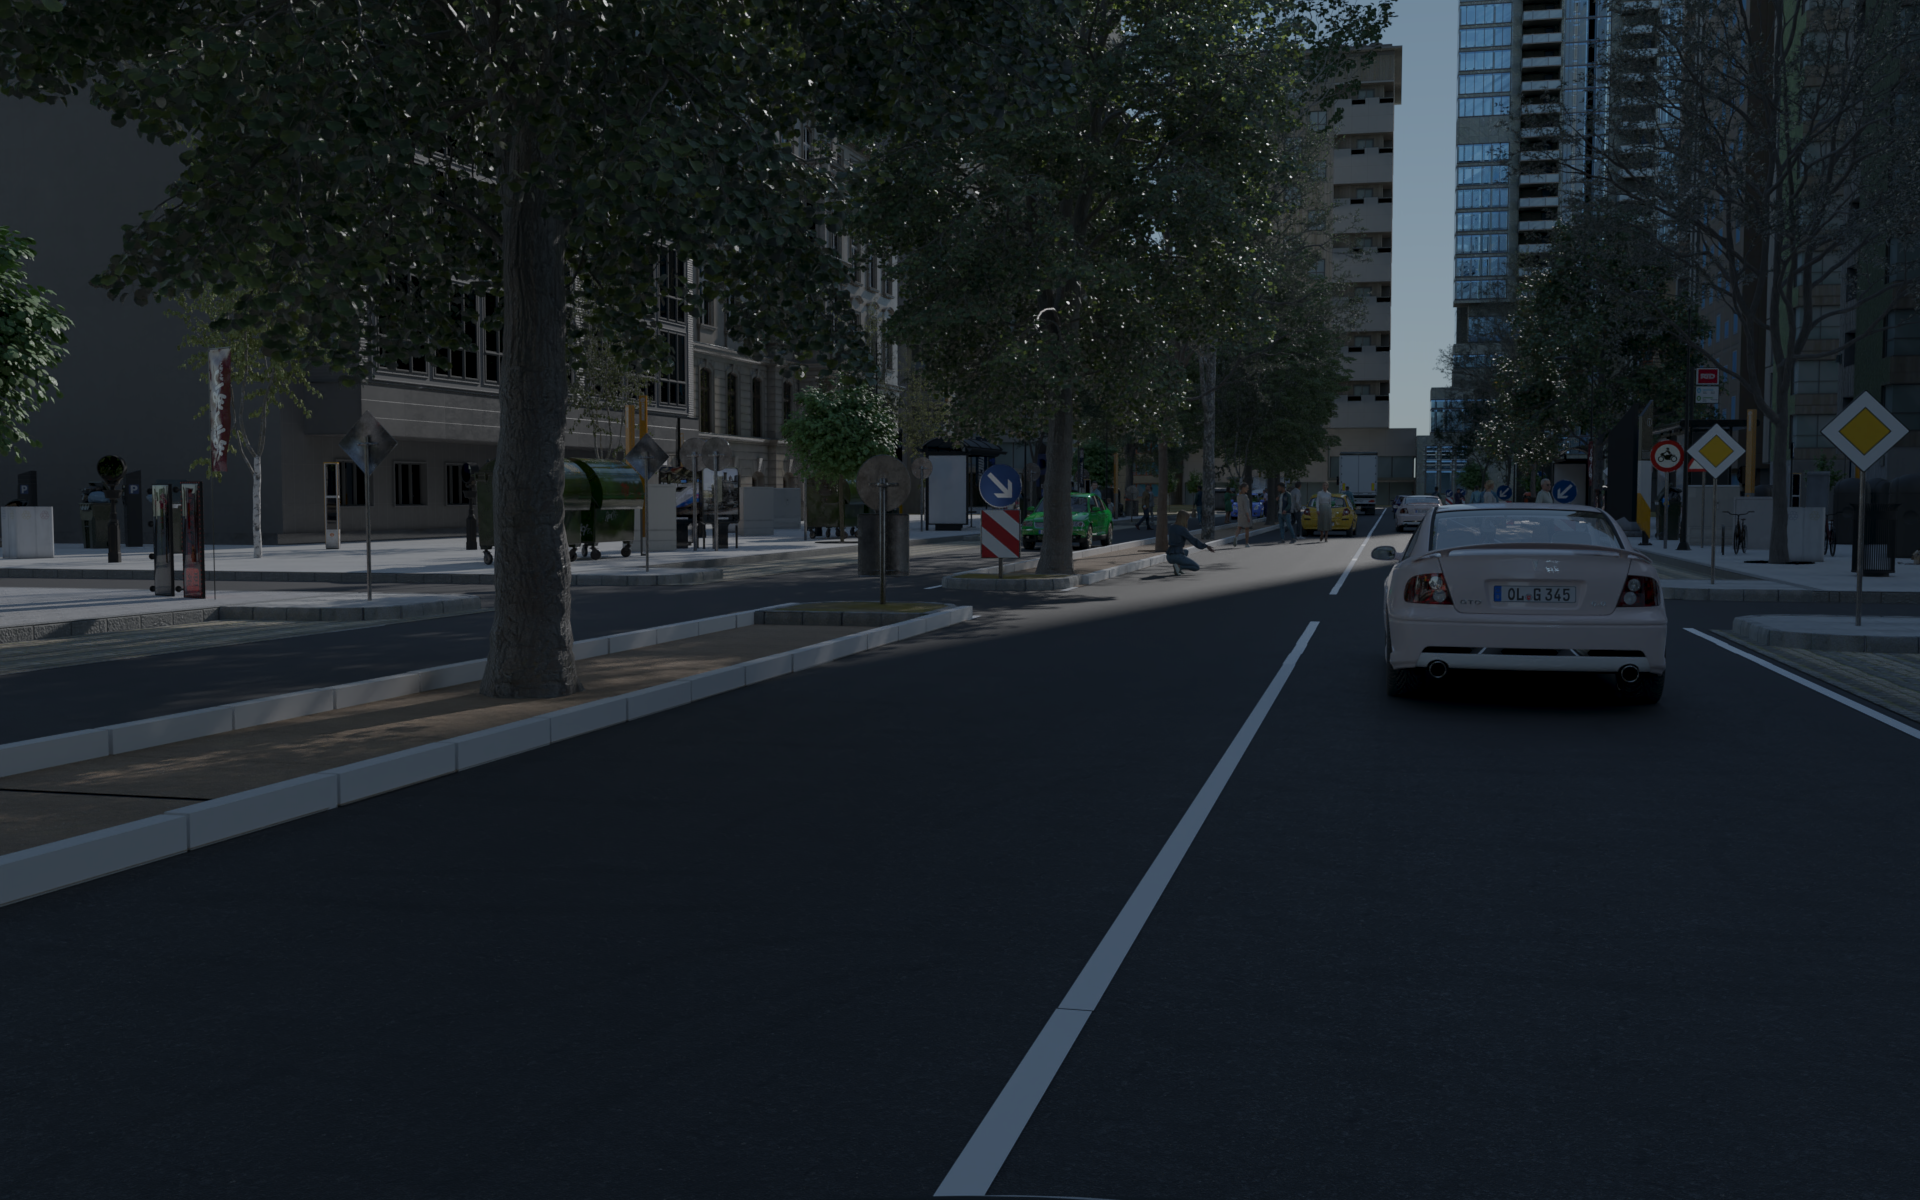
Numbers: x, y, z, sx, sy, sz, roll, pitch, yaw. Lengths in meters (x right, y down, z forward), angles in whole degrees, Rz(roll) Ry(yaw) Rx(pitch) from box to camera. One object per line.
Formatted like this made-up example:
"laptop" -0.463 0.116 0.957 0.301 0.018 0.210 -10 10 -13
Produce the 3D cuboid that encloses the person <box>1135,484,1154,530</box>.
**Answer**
"person" 7.400 -3.719 69.209 0.836 1.842 0.656 -1 4 -15

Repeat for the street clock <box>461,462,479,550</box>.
"street clock" -11.216 -2.150 39.722 0.471 2.002 0.358 3 5 44

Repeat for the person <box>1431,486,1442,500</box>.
"person" 23.790 -4.782 86.677 0.713 1.824 0.794 -2 4 -25

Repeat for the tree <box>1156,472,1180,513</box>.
"tree" 14.263 -7.613 119.066 1.663 3.219 1.824 0 3 0

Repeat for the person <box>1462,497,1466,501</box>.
"person" 50.289 -9.903 173.672 1.065 1.426 0.557 -2 4 -31

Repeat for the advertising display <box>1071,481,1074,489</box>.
"advertising display" 5.312 -5.066 88.048 0.974 1.923 0.123 1 4 12

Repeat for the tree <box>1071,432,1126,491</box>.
"tree" 7.070 -6.519 90.298 4.285 4.588 4.351 0 3 0

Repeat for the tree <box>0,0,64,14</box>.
"tree" -4.928 -5.074 3.547 7.486 12.596 7.792 0 3 0

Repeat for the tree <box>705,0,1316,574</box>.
"tree" 1.696 -7.405 30.190 9.857 13.997 8.962 0 3 0

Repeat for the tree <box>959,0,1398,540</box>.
"tree" 6.807 -12.017 54.831 12.611 20.169 13.585 0 3 0

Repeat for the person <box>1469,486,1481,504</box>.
"person" 23.683 -4.335 79.392 0.660 1.820 0.620 -1 4 -15

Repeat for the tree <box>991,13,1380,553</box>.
"tree" 4.964 -7.905 42.069 12.009 13.543 11.850 0 3 0

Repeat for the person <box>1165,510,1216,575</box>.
"person" 3.956 -1.032 30.870 0.738 1.151 1.012 -2 4 -30

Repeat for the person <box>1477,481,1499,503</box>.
"person" 14.411 -2.353 47.308 0.601 1.785 0.444 2 4 24

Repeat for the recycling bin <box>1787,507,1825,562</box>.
"recycling bin" 16.129 -1.258 33.124 0.722 1.027 0.722 2 4 26

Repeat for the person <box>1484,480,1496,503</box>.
"person" 13.077 -2.083 42.915 0.624 1.780 0.694 1 4 16

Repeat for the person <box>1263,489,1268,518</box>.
"person" 18.440 -5.831 104.779 0.436 1.711 0.756 2 4 32

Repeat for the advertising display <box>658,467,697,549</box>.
"advertising display" -6.577 -2.167 40.645 0.974 1.923 0.123 -1 4 -22

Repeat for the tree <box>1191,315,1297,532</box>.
"tree" 10.472 -6.836 64.589 4.360 8.622 3.978 0 3 0

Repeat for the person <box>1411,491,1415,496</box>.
"person" 40.774 -8.997 156.310 1.217 1.735 0.721 -3 5 -40

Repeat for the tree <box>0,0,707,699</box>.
"tree" -3.067 -6.297 12.064 9.857 13.997 8.962 0 3 0

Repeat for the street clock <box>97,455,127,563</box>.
"street clock" -15.816 -1.699 32.349 0.471 2.002 0.358 -1 4 -10

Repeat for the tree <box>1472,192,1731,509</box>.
"tree" 24.506 -9.113 66.010 9.611 12.733 9.660 0 3 0

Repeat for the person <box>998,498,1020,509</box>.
"person" 1.162 -1.977 41.659 0.563 1.720 0.643 -1 4 -15

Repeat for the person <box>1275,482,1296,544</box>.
"person" 9.407 -2.532 50.250 0.721 1.781 0.623 -3 5 -41

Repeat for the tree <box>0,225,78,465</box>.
"tree" -10.588 -2.052 17.258 4.285 4.588 4.351 0 3 0

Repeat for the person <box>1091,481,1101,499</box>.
"person" 4.294 -2.812 54.338 0.748 1.841 0.638 0 4 -8

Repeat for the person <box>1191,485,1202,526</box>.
"person" 10.801 -4.266 78.227 0.794 1.824 0.713 0 4 -6

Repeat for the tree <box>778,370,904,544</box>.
"tree" -3.112 -3.775 45.438 4.285 4.588 4.351 0 3 0

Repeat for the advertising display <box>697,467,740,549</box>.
"advertising display" -5.630 -2.166 40.628 0.974 1.923 0.123 -2 4 -34

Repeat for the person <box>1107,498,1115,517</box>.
"person" 6.678 -3.890 76.787 0.352 1.250 0.332 0 4 1

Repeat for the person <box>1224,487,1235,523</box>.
"person" 13.184 -4.678 85.237 0.529 1.795 0.600 -3 4 -36

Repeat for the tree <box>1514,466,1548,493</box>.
"tree" 30.849 -6.026 93.131 1.663 3.219 1.824 0 3 0

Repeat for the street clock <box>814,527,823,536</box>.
"street clock" -4.297 -2.933 52.529 0.358 2.002 0.471 -2 4 -30

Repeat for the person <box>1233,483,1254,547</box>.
"person" 7.579 -2.268 46.338 0.466 1.731 0.760 2 4 33

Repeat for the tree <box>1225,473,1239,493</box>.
"tree" 25.345 -10.136 160.328 1.663 3.219 1.824 0 3 0

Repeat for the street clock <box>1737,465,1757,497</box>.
"street clock" 19.880 -2.400 43.804 0.358 2.002 0.471 -1 4 -15

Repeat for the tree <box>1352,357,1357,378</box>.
"tree" 14.301 -9.742 79.872 7.486 12.596 7.792 0 3 0

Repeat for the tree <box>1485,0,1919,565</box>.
"tree" 14.937 -7.405 31.442 12.009 13.543 11.850 0 3 0

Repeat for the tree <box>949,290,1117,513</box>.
"tree" 3.011 -8.568 74.507 8.767 10.594 7.601 2 4 28

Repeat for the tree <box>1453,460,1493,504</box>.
"tree" 46.546 -10.588 156.823 4.285 4.588 4.351 0 3 0

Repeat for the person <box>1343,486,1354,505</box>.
"person" 19.946 -4.948 89.268 0.638 1.841 0.748 3 5 43

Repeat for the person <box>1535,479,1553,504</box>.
"person" 12.696 -1.762 37.802 0.515 1.767 0.782 3 4 39

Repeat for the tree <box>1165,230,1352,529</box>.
"tree" 11.691 -9.169 70.499 7.486 12.596 7.792 0 3 0

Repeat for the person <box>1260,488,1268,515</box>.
"person" 20.599 -6.613 116.614 1.348 1.826 0.705 1 4 12

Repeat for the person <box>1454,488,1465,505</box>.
"person" 28.712 -5.529 99.354 0.683 1.767 0.568 -1 4 -21

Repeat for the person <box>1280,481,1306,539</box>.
"person" 10.589 -2.853 55.000 0.795 1.843 0.661 -1 4 -10

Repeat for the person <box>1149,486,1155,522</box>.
"person" 8.875 -4.454 81.527 0.583 1.804 0.606 1 4 11

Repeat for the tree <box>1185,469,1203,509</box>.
"tree" 17.214 -8.150 127.846 1.663 3.219 1.824 0 3 0

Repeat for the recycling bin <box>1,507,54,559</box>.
"recycling bin" -18.632 -1.349 34.609 0.722 1.027 0.722 3 4 38

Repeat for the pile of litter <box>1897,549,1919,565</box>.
"pile of litter" 17.978 -1.079 31.613 1.719 0.858 1.176 0 4 7

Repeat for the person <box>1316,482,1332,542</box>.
"person" 10.859 -2.628 51.690 0.478 1.798 0.641 1 4 9

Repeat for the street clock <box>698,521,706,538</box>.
"street clock" -7.581 -2.828 50.808 0.471 2.002 0.358 3 5 42
